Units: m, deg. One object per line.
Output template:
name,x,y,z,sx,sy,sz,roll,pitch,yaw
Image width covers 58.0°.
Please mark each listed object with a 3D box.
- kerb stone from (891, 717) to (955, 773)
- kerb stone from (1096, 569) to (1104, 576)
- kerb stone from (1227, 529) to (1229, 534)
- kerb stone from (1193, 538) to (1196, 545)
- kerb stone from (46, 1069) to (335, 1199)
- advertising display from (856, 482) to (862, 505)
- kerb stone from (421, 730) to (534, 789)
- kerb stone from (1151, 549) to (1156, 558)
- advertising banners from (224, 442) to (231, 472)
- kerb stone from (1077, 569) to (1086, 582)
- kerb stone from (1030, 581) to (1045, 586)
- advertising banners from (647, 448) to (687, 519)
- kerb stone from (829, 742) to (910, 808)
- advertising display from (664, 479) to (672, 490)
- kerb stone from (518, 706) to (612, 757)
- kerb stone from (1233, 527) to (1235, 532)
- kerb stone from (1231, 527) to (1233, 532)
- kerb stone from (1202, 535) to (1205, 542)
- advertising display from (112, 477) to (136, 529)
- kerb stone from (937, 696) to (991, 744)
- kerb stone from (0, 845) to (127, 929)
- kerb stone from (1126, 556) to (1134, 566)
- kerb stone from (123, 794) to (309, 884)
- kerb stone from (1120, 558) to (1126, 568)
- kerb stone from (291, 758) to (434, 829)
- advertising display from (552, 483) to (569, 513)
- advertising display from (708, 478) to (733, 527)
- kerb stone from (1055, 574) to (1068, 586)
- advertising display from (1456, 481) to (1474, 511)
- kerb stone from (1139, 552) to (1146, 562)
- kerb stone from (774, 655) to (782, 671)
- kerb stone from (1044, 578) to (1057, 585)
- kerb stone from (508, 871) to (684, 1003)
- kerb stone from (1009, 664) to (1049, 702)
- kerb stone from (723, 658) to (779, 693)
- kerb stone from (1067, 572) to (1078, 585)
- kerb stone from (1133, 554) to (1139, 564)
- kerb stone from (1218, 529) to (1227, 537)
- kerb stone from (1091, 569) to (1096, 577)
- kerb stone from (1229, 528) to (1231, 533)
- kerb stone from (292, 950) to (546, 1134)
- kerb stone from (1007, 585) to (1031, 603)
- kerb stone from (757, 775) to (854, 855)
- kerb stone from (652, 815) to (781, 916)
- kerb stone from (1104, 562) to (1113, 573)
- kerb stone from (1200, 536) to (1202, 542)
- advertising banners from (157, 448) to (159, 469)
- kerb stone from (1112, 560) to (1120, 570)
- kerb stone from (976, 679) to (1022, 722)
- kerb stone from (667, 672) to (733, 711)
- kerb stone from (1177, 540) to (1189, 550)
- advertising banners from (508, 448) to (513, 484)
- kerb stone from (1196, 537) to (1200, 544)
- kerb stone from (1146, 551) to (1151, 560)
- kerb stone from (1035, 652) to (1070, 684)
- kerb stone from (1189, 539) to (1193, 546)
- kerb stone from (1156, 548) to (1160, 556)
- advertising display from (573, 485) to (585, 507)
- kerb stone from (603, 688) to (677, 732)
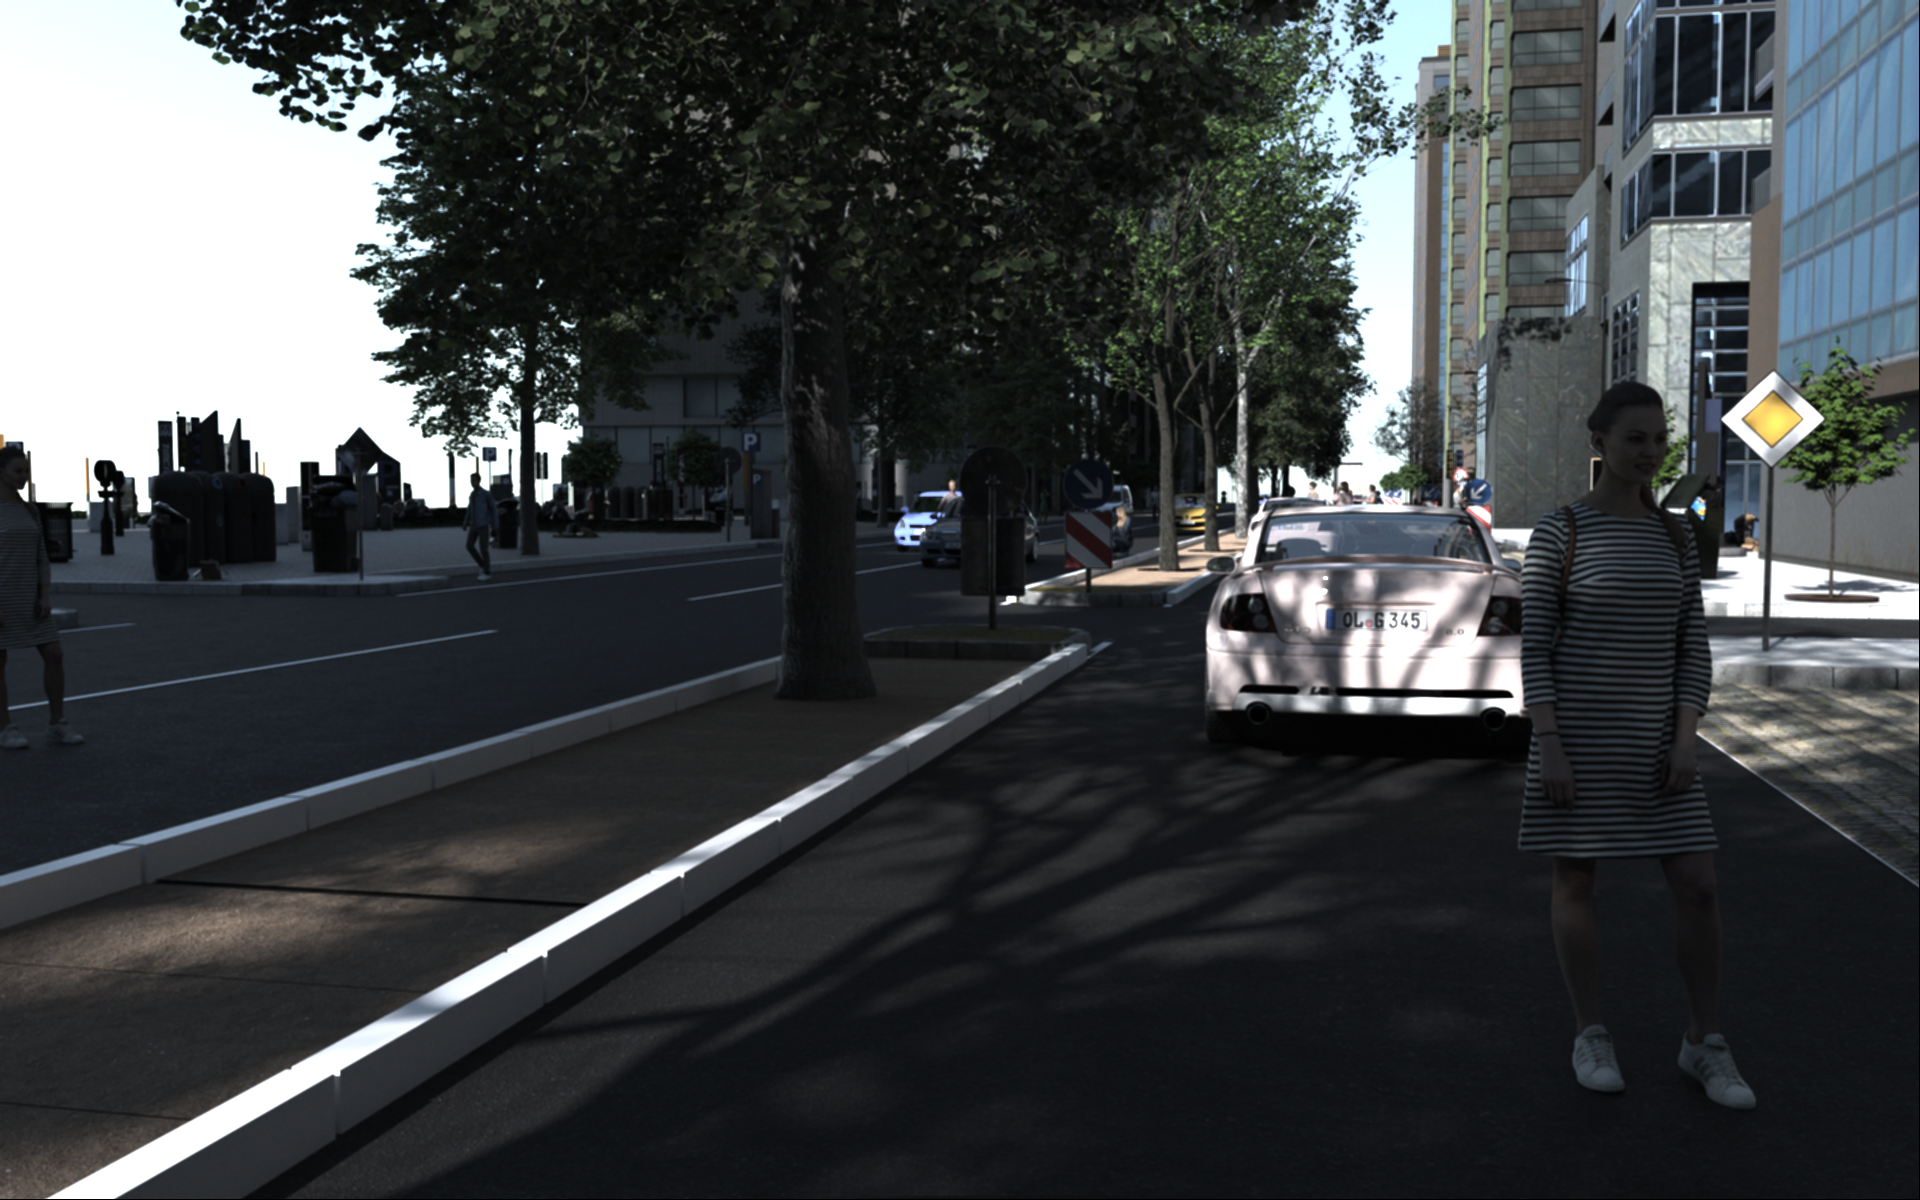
kerb stone,-0.209,0.785,9.364,0.120,0.150,1.000,1,4,13
kerb stone,2.358,-0.500,30.364,0.120,0.150,1.000,1,4,13
kerb stone,9.350,-2.396,61.378,0.120,0.150,1.000,1,4,13
kerb stone,6.424,-1.596,48.372,0.120,0.150,1.000,1,4,13
kerb stone,-1.555,1.153,3.369,0.120,0.150,1.000,1,4,13
advertising display,-5.281,-5.100,88.600,0.123,1.923,0.974,1,4,20
kerb stone,-2.476,0.819,8.842,0.120,0.150,1.000,1,4,13
kerb stone,4.166,-0.987,38.379,0.120,0.150,1.000,1,4,13
advertising banners,-25.481,-3.872,59.490,2.074,3.025,0.090,3,5,43
kerb stone,1.923,-0.377,28.367,0.120,0.150,1.000,1,4,13
kerb stone,1.015,-0.133,24.366,0.120,0.150,1.000,1,4,13
advertising banners,-11.077,-4.244,65.583,0.090,3.025,2.074,3,4,37
kerb stone,-0.438,0.846,8.363,0.120,0.150,1.000,1,4,13
advertising display,-12.901,-4.363,76.546,0.123,1.923,0.974,0,4,5
kerb stone,-2.258,0.756,9.841,0.120,0.150,1.000,1,4,13
kerb stone,10.026,-2.576,64.388,0.120,0.150,1.000,1,4,13
kerb stone,9.803,-2.520,63.391,0.120,0.150,1.000,1,4,13
kerb stone,7.097,-1.780,51.374,0.120,0.150,1.000,1,4,13
advertising display,-31.019,-3.613,64.279,0.974,1.923,0.123,1,4,19
kerb stone,0.013,0.724,10.362,0.120,0.150,1.000,1,4,13
kerb stone,-3.156,1.000,5.842,0.120,0.150,1.000,1,4,13
kerb stone,3.275,-0.741,34.384,0.120,0.150,1.000,1,4,13
kerb stone,-2.928,0.939,6.841,0.120,0.150,1.000,1,4,13
kerb stone,3.036,-0.682,33.376,0.120,0.150,1.000,1,4,13
kerb stone,-2.707,0.878,7.843,0.120,0.150,1.000,1,4,13
advertising display,-23.937,-6.033,103.852,0.974,1.923,0.123,0,4,5
advertising display,-9.474,-3.866,68.421,0.974,1.923,0.123,0,4,-1
kerb stone,1.468,-0.255,26.370,0.120,0.150,1.000,1,4,13
advertising display,24.066,-4.717,82.340,0.974,1.923,0.123,0,4,3
kerb stone,3.727,-0.867,36.377,0.120,0.150,1.000,1,4,13
kerb stone,-1.352,0.514,13.834,0.120,0.150,1.000,1,4,13
kerb stone,1.240,-0.192,25.366,0.120,0.150,1.000,1,4,13
kerb stone,-1.109,1.031,5.369,0.120,0.150,1.000,1,4,13
kerb stone,0.472,0.601,12.365,0.120,0.150,1.000,1,4,13
kerb stone,-1.581,0.572,12.838,0.120,0.150,1.000,1,4,13
kerb stone,1.687,-0.316,27.369,0.120,0.150,1.000,1,4,13
kerb stone,3.495,-0.801,35.382,0.120,0.150,1.000,1,4,13
kerb stone,9.124,-2.335,60.375,0.120,0.150,1.000,1,4,13
kerb stone,2.138,-0.439,29.366,0.120,0.150,1.000,1,4,13
kerb stone,9.578,-2.458,62.378,0.120,0.150,1.000,1,4,13
kerb stone,-1.334,1.095,4.371,0.120,0.150,1.000,1,4,13
kerb stone,0.788,-0.066,23.358,0.120,0.150,1.000,1,4,13
kerb stone,-0.659,0.909,7.363,0.120,0.150,1.000,1,4,13
kerb stone,-0.884,0.968,6.366,0.120,0.150,1.000,1,4,13
kerb stone,2.595,-0.555,31.371,0.120,0.150,1.000,1,4,13
kerb stone,6.874,-1.724,50.376,0.120,0.150,1.000,1,4,13
advertising banners,-30.818,-4.349,67.296,0.090,3.025,2.074,0,4,-6
kerb stone,2.815,-0.623,32.375,0.120,0.150,1.000,1,4,13
kerb stone,0.239,0.663,11.360,0.120,0.150,1.000,1,4,13
kerb stone,-1.801,0.633,11.839,0.120,0.150,1.000,1,4,13
kerb stone,5.970,-1.479,46.376,0.120,0.150,1.000,1,4,13
advertising banners,-17.220,-4.240,65.505,0.090,3.025,2.074,0,4,4
kerb stone,6.655,-1.659,49.373,0.120,0.150,1.000,1,4,13
kerb stone,3.950,-0.928,37.375,0.120,0.150,1.000,1,4,13
kerb stone,0.689,0.540,13.371,0.120,0.150,1.000,1,4,13
kerb stone,6.199,-1.535,47.374,0.120,0.150,1.000,1,4,13
kerb stone,4.394,-1.050,39.375,0.120,0.150,1.000,1,4,13
advertising display,-20.558,-5.398,93.470,0.123,1.923,0.974,1,4,22
kerb stone,-2.031,0.695,10.838,0.120,0.150,1.000,1,4,13
